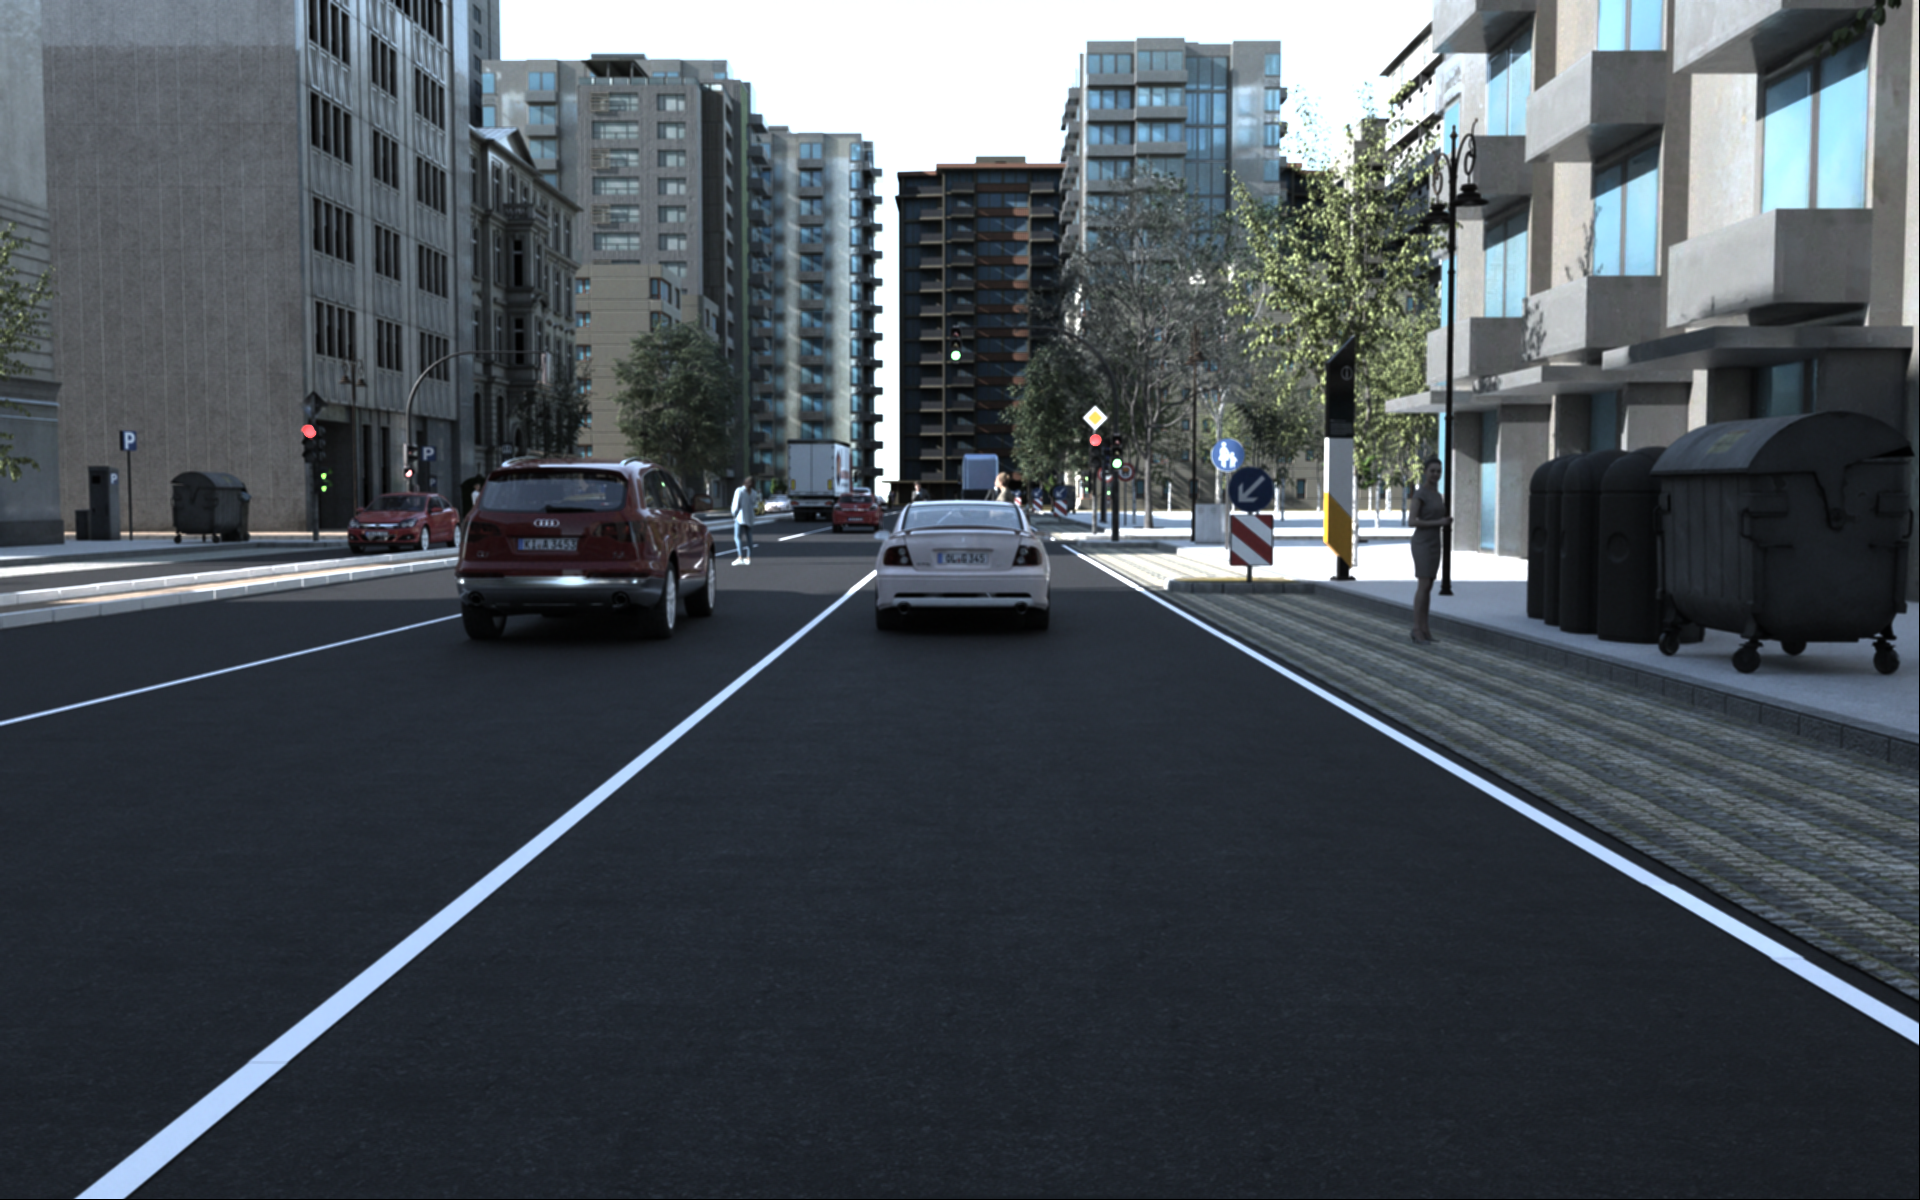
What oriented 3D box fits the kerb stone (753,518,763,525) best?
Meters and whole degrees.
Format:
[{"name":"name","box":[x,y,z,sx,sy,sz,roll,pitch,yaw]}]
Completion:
[{"name":"kerb stone","box":[-9.685,-3.708,82.906,0.120,0.150,1.000,0,4,0]}]

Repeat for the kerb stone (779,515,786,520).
[{"name":"kerb stone","box":[-9.608,-4.338,93.169,0.120,0.150,1.000,0,4,0]}]

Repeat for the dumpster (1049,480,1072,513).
[{"name":"dumpster","box":[6.888,-7.131,119.079,1.502,2.255,1.985,0,4,0]}]

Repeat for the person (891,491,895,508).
[{"name":"person","box":[-7.184,-10.687,183.677,0.683,1.767,0.568,0,4,-4]}]

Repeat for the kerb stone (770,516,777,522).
[{"name":"kerb stone","box":[-9.636,-4.085,89.054,0.120,0.150,1.000,0,4,0]}]

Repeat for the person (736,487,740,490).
[{"name":"person","box":[-10.420,-4.517,82.625,0.573,1.790,0.520,1,4,19]}]

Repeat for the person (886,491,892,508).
[{"name":"person","box":[-7.136,-10.088,174.172,0.721,1.736,1.217,2,4,29]}]

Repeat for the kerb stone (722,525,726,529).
[{"name":"kerb stone","box":[-9.781,-2.959,70.605,0.120,0.150,1.000,0,4,0]}]

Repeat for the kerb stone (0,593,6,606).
[{"name":"kerb stone","box":[-12.263,0.017,21.910,0.120,0.150,1.000,0,4,0]}]

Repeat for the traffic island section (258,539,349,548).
[{"name":"traffic island section","box":[-17.601,-1.530,47.291,2.009,0.180,2.903,0,4,0]}]

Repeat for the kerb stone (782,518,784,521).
[{"name":"kerb stone","box":[-9.614,-4.277,92.130,0.120,0.150,1.000,0,4,0]}]

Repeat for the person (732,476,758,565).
[{"name":"person","box":[-4.382,-1.622,35.286,0.793,1.790,0.793,1,4,18]}]

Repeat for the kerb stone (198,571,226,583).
[{"name":"kerb stone","box":[-12.200,-0.358,28.053,0.120,0.150,1.000,0,4,0]}]

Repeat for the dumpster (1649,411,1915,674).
[{"name":"dumpster","box":[6.141,-0.444,13.022,1.264,1.857,1.865,0,4,1]}]

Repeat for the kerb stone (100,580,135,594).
[{"name":"kerb stone","box":[-12.238,-0.170,24.982,0.120,0.150,1.000,0,4,0]}]

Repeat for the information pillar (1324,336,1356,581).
[{"name":"information pillar","box":[5.627,-2.097,25.646,0.504,3.616,0.183,-2,4,-27]}]

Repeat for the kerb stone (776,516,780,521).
[{"name":"kerb stone","box":[-9.634,-4.152,90.085,0.120,0.150,1.000,0,4,0]}]

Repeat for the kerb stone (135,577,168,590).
[{"name":"kerb stone","box":[-12.226,-0.229,26.004,0.120,0.150,1.000,0,4,0]}]

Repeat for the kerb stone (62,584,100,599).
[{"name":"kerb stone","box":[-12.244,-0.102,23.961,0.120,0.150,1.000,0,4,0]}]

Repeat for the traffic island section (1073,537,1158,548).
[{"name":"traffic island section","box":[4.240,-1.519,47.116,2.009,0.180,2.903,0,4,0]}]

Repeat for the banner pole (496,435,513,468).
[{"name":"banner pole","box":[-19.300,-5.092,73.268,0.863,3.779,0.401,-1,4,-22]}]

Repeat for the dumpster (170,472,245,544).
[{"name":"dumpster","box":[-19.802,-2.436,45.581,1.264,1.857,1.865,0,4,1]}]

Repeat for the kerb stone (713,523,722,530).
[{"name":"kerb stone","box":[-9.790,-2.898,69.579,0.120,0.150,1.000,0,4,0]}]

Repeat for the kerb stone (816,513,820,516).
[{"name":"kerb stone","box":[-9.418,-5.780,116.715,0.120,0.150,1.000,0,4,0]}]

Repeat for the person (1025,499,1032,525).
[{"name":"person","box":[2.632,-3.275,66.728,0.352,1.250,0.332,3,5,41]}]

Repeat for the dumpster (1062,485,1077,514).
[{"name":"dumpster","box":[6.877,-6.455,111.305,1.264,1.857,1.865,0,4,1]}]

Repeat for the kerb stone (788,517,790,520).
[{"name":"kerb stone","box":[-9.593,-4.463,95.213,0.120,0.150,1.000,0,4,0]}]

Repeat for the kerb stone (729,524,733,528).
[{"name":"kerb stone","box":[-9.765,-3.084,72.653,0.120,0.150,1.000,0,4,0]}]

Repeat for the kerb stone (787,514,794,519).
[{"name":"kerb stone","box":[-9.577,-4.591,97.264,0.120,0.150,1.000,0,4,0]}]

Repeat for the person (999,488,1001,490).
[{"name":"person","box":[1.950,-4.303,79.218,0.716,1.782,0.532,0,4,5]}]

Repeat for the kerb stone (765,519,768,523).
[{"name":"kerb stone","box":[-9.675,-3.839,84.963,0.120,0.150,1.000,0,4,0]}]

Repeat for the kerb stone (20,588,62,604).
[{"name":"kerb stone","box":[-12.257,-0.041,22.939,0.120,0.150,1.000,0,4,0]}]

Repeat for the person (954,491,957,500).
[{"name":"person","box":[-0.287,-8.606,149.927,0.721,1.735,1.217,0,4,1]}]

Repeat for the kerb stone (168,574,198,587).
[{"name":"kerb stone","box":[-12.222,-0.294,27.031,0.120,0.150,1.000,0,4,0]}]

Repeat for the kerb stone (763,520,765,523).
[{"name":"kerb stone","box":[-9.683,-3.776,83.928,0.120,0.150,1.000,0,4,0]}]

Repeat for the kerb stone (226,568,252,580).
[{"name":"kerb stone","box":[-12.205,-0.415,29.075,0.120,0.150,1.000,0,4,0]}]

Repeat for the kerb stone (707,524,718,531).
[{"name":"kerb stone","box":[-9.804,-2.832,68.557,0.120,0.150,1.000,0,4,0]}]

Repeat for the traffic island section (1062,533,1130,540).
[{"name":"traffic island section","box":[4.302,-2.007,55.101,2.009,0.180,2.903,0,4,0]}]

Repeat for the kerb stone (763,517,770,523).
[{"name":"kerb stone","box":[-9.665,-3.899,85.985,0.120,0.150,1.000,0,4,0]}]

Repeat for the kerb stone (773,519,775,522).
[{"name":"kerb stone","box":[-9.641,-4.021,88.031,0.120,0.150,1.000,0,4,0]}]

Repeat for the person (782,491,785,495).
[{"name":"person","box":[-16.118,-9.184,159.371,0.721,1.735,1.217,-3,5,-41]}]

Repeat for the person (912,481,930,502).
[{"name":"person","box":[-1.229,-2.903,55.764,0.655,1.846,0.447,0,4,-7]}]

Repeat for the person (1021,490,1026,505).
[{"name":"person","box":[7.534,-12.074,204.189,0.721,1.736,1.217,-2,4,-23]}]

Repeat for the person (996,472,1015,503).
[{"name":"person","box":[0.618,-1.034,25.954,0.362,1.759,0.519,1,4,18]}]

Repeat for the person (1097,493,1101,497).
[{"name":"person","box":[11.711,-8.227,140.689,1.348,1.807,0.705,2,4,30]}]

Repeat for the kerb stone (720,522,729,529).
[{"name":"kerb stone","box":[-9.773,-3.021,71.630,0.120,0.150,1.000,0,4,0]}]

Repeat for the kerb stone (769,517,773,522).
[{"name":"kerb stone","box":[-9.656,-3.964,87.007,0.120,0.150,1.000,0,4,0]}]

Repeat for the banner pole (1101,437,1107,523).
[{"name":"banner pole","box":[6.335,-5.281,76.359,0.401,3.779,0.863,-1,4,-9]}]

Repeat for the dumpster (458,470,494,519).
[{"name":"dumpster","box":[-19.538,-4.183,70.878,1.502,2.255,1.985,0,4,1]}]

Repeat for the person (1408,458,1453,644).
[{"name":"person","box":[4.521,-0.478,16.654,0.374,1.781,0.599,3,5,44]}]

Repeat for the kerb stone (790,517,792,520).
[{"name":"kerb stone","box":[-9.582,-4.528,96.235,0.120,0.150,1.000,0,4,0]}]

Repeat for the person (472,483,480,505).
[{"name":"person","box":[-16.652,-3.110,59.573,0.641,1.798,0.478,2,4,32]}]

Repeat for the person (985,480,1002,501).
[{"name":"person","box":[1.106,-2.719,52.318,0.648,1.900,0.474,-3,5,-44]}]

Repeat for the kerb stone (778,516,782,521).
[{"name":"kerb stone","box":[-9.616,-4.215,91.108,0.120,0.150,1.000,0,4,0]}]

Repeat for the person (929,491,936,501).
[{"name":"person","box":[-3.373,-11.574,198.462,1.217,1.735,0.721,-1,4,-21]}]

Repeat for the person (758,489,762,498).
[{"name":"person","box":[-13.388,-6.560,116.238,0.515,1.767,0.782,0,4,-6]}]

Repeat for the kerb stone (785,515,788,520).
[{"name":"kerb stone","box":[-9.601,-4.403,94.191,0.120,0.150,1.000,0,4,0]}]

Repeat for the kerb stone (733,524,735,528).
[{"name":"kerb stone","box":[-9.755,-3.148,73.675,0.120,0.150,1.000,0,4,0]}]
